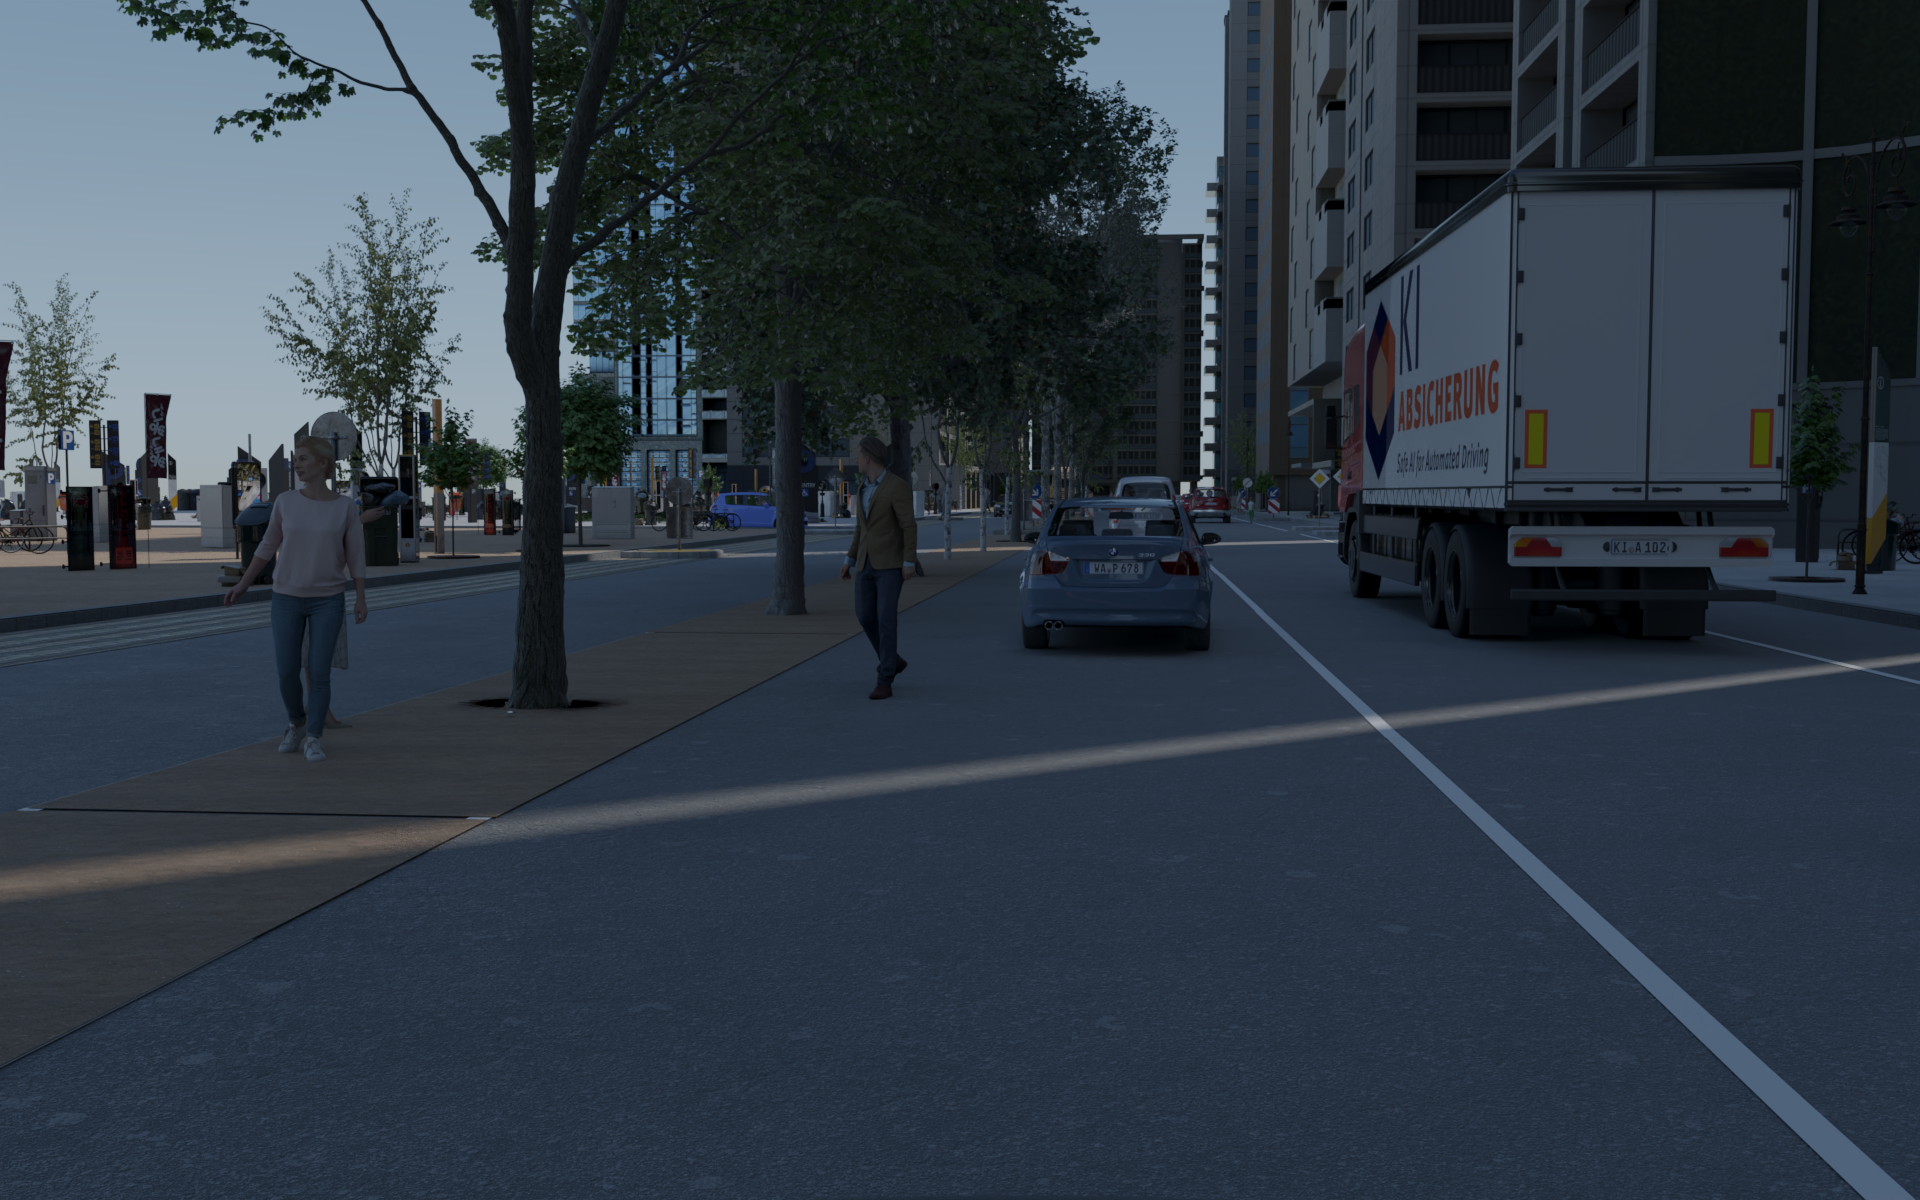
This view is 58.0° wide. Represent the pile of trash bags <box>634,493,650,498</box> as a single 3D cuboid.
[{"bbox_3d":[-24.464,-7.618,134.307,1.912,1.369,3.447,-1,4,-22],"label":"pile of trash bags"}]

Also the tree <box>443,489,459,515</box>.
[{"bbox_3d":[-27.048,-7.016,98.425,4.285,4.588,4.351,0,3,0],"label":"tree"}]

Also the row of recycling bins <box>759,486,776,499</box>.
[{"bbox_3d":[-8.729,-4.876,86.829,3.534,1.692,1.069,3,5,39],"label":"row of recycling bins"}]

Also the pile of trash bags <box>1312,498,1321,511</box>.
[{"bbox_3d":[27.000,-7.076,125.447,1.912,1.369,3.447,-1,4,-21],"label":"pile of trash bags"}]

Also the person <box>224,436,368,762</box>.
[{"bbox_3d":[-3.589,-0.012,9.372,0.731,1.740,0.598,-1,4,-18],"label":"person"}]

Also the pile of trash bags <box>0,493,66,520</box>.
[{"bbox_3d":[-46.426,-4.713,86.804,3.447,1.369,1.912,-1,4,-20],"label":"pile of trash bags"}]

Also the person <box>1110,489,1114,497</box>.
[{"bbox_3d":[12.044,-7.922,138.030,0.388,1.821,0.555,0,4,2],"label":"person"}]

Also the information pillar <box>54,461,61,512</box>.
[{"bbox_3d":[-64.693,-8.122,124.143,0.504,3.616,0.183,1,4,15],"label":"information pillar"}]

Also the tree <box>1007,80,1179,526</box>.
[{"bbox_3d":[2.539,-13.242,74.852,12.611,20.169,13.585,0,3,0],"label":"tree"}]

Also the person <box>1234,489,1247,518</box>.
[{"bbox_3d":[17.039,-5.869,105.210,0.760,1.731,0.466,-1,4,-10],"label":"person"}]

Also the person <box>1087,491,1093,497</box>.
[{"bbox_3d":[3.630,-2.292,48.566,0.523,1.515,0.503,-1,4,-13],"label":"person"}]

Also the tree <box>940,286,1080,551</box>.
[{"bbox_3d":[0.599,-5.505,42.828,4.737,8.622,4.395,0,3,0],"label":"tree"}]

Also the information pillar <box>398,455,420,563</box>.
[{"bbox_3d":[-10.277,-1.701,32.296,0.304,2.012,0.304,0,4,-4],"label":"information pillar"}]

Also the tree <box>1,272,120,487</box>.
[{"bbox_3d":[-30.489,-6.587,58.067,4.737,8.622,4.395,0,3,0],"label":"tree"}]

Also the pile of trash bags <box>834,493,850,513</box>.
[{"bbox_3d":[-8.371,-6.274,112.327,1.912,1.369,3.447,3,5,39],"label":"pile of trash bags"}]

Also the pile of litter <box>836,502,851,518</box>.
[{"bbox_3d":[-6.440,-4.780,92.123,1.176,0.858,1.719,3,4,36],"label":"pile of litter"}]

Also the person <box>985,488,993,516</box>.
[{"bbox_3d":[1.759,-6.384,113.053,0.728,1.800,0.709,1,4,9],"label":"person"}]

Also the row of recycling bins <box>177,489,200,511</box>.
[{"bbox_3d":[-59.588,-7.810,134.812,1.069,1.692,3.534,1,4,17],"label":"row of recycling bins"}]

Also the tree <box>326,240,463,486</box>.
[{"bbox_3d":[-16.689,-6.144,50.813,4.360,8.622,3.978,0,3,0],"label":"tree"}]

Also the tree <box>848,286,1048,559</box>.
[{"bbox_3d":[-0.256,-5.194,37.737,4.360,8.622,3.978,0,3,0],"label":"tree"}]

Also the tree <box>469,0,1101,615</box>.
[{"bbox_3d":[-2.096,-6.117,20.591,7.486,12.596,7.792,0,3,0],"label":"tree"}]

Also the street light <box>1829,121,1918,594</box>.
[{"bbox_3d":[11.534,-3.012,22.027,0.468,5.910,1.993,0,4,6],"label":"street light"}]

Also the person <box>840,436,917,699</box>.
[{"bbox_3d":[-0.582,-0.245,12.413,0.656,1.842,0.836,1,4,15],"label":"person"}]

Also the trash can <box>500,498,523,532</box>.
[{"bbox_3d":[-15.071,-2.848,58.214,0.748,1.137,0.748,0,3,0],"label":"trash can"}]

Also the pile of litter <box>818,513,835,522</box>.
[{"bbox_3d":[-6.866,-3.998,79.333,1.719,0.858,1.176,3,5,41],"label":"pile of litter"}]

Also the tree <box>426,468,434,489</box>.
[{"bbox_3d":[-31.308,-7.518,106.627,4.285,4.588,4.351,0,3,0],"label":"tree"}]

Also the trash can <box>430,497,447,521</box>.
[{"bbox_3d":[-23.880,-4.143,79.392,0.748,1.137,0.748,0,3,0],"label":"trash can"}]

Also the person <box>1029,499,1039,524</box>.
[{"bbox_3d":[3.537,-4.529,82.800,0.529,1.795,0.600,3,4,38],"label":"person"}]

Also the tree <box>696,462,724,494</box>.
[{"bbox_3d":[-15.069,-6.639,103.145,1.663,3.219,1.824,0,3,0],"label":"tree"}]

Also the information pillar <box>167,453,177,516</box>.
[{"bbox_3d":[-45.263,-6.616,99.519,0.183,3.616,0.504,3,4,39],"label":"information pillar"}]

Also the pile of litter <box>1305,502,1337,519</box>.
[{"bbox_3d":[18.853,-4.693,90.688,1.719,0.858,1.176,2,4,33],"label":"pile of litter"}]

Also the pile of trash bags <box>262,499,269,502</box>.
[{"bbox_3d":[-55.395,-7.709,135.799,1.912,1.369,3.447,0,4,-1],"label":"pile of trash bags"}]

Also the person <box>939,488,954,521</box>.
[{"bbox_3d":[-0.748,-5.127,92.608,0.850,1.792,0.678,1,4,14],"label":"person"}]

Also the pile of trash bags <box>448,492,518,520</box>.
[{"bbox_3d":[-23.726,-4.682,86.300,3.447,1.369,1.912,-2,4,-32],"label":"pile of trash bags"}]

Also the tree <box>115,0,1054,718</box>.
[{"bbox_3d":[-2.727,-5.072,11.139,9.928,11.665,9.643,0,3,0],"label":"tree"}]

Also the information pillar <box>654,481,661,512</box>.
[{"bbox_3d":[-16.521,-5.510,94.579,0.304,2.012,0.304,-2,4,-35],"label":"information pillar"}]

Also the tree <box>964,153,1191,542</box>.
[{"bbox_3d":[1.682,-8.455,51.070,12.009,13.543,11.850,0,3,0],"label":"tree"}]

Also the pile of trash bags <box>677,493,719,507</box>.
[{"bbox_3d":[-20.210,-7.553,133.246,3.447,1.369,1.912,0,4,2],"label":"pile of trash bags"}]

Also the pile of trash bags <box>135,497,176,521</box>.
[{"bbox_3d":[-40.213,-4.593,84.848,3.447,1.369,1.912,1,4,12],"label":"pile of trash bags"}]

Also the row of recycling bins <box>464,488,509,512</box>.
[{"bbox_3d":[-33.487,-7.069,122.698,3.534,1.692,1.069,1,4,10],"label":"row of recycling bins"}]

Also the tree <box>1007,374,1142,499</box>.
[{"bbox_3d":[6.126,-9.863,98.137,8.767,10.594,7.601,0,4,6],"label":"tree"}]

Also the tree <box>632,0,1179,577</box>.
[{"bbox_3d":[-1.024,-6.749,29.810,9.611,12.733,9.660,0,3,0],"label":"tree"}]

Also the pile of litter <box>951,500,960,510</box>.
[{"bbox_3d":[-0.634,-7.719,140.168,1.176,0.858,1.719,0,4,-4],"label":"pile of litter"}]

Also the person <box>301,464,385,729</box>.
[{"bbox_3d":[-3.816,-0.093,10.584,0.524,1.755,0.480,-2,4,-32],"label":"person"}]

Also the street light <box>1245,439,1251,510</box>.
[{"bbox_3d":[23.545,-10.341,141.866,0.468,5.910,1.993,0,4,6],"label":"street light"}]

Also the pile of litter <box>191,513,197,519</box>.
[{"bbox_3d":[-40.012,-4.734,91.371,1.176,0.858,1.719,0,4,-5],"label":"pile of litter"}]

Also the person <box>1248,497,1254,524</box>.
[{"bbox_3d":[14.101,-4.351,83.886,0.306,1.304,0.590,1,4,17],"label":"person"}]

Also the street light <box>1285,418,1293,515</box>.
[{"bbox_3d":[19.875,-8.067,104.686,0.468,5.910,1.993,0,4,6],"label":"street light"}]

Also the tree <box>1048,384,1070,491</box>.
[{"bbox_3d":[1.618,-6.527,59.536,4.360,8.622,3.978,0,3,0],"label":"tree"}]

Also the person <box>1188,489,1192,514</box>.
[{"bbox_3d":[16.022,-6.875,121.077,0.590,1.801,0.661,2,4,30],"label":"person"}]

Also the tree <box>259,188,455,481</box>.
[{"bbox_3d":[-14.103,-5.569,41.421,4.737,8.622,4.395,0,3,0],"label":"tree"}]
